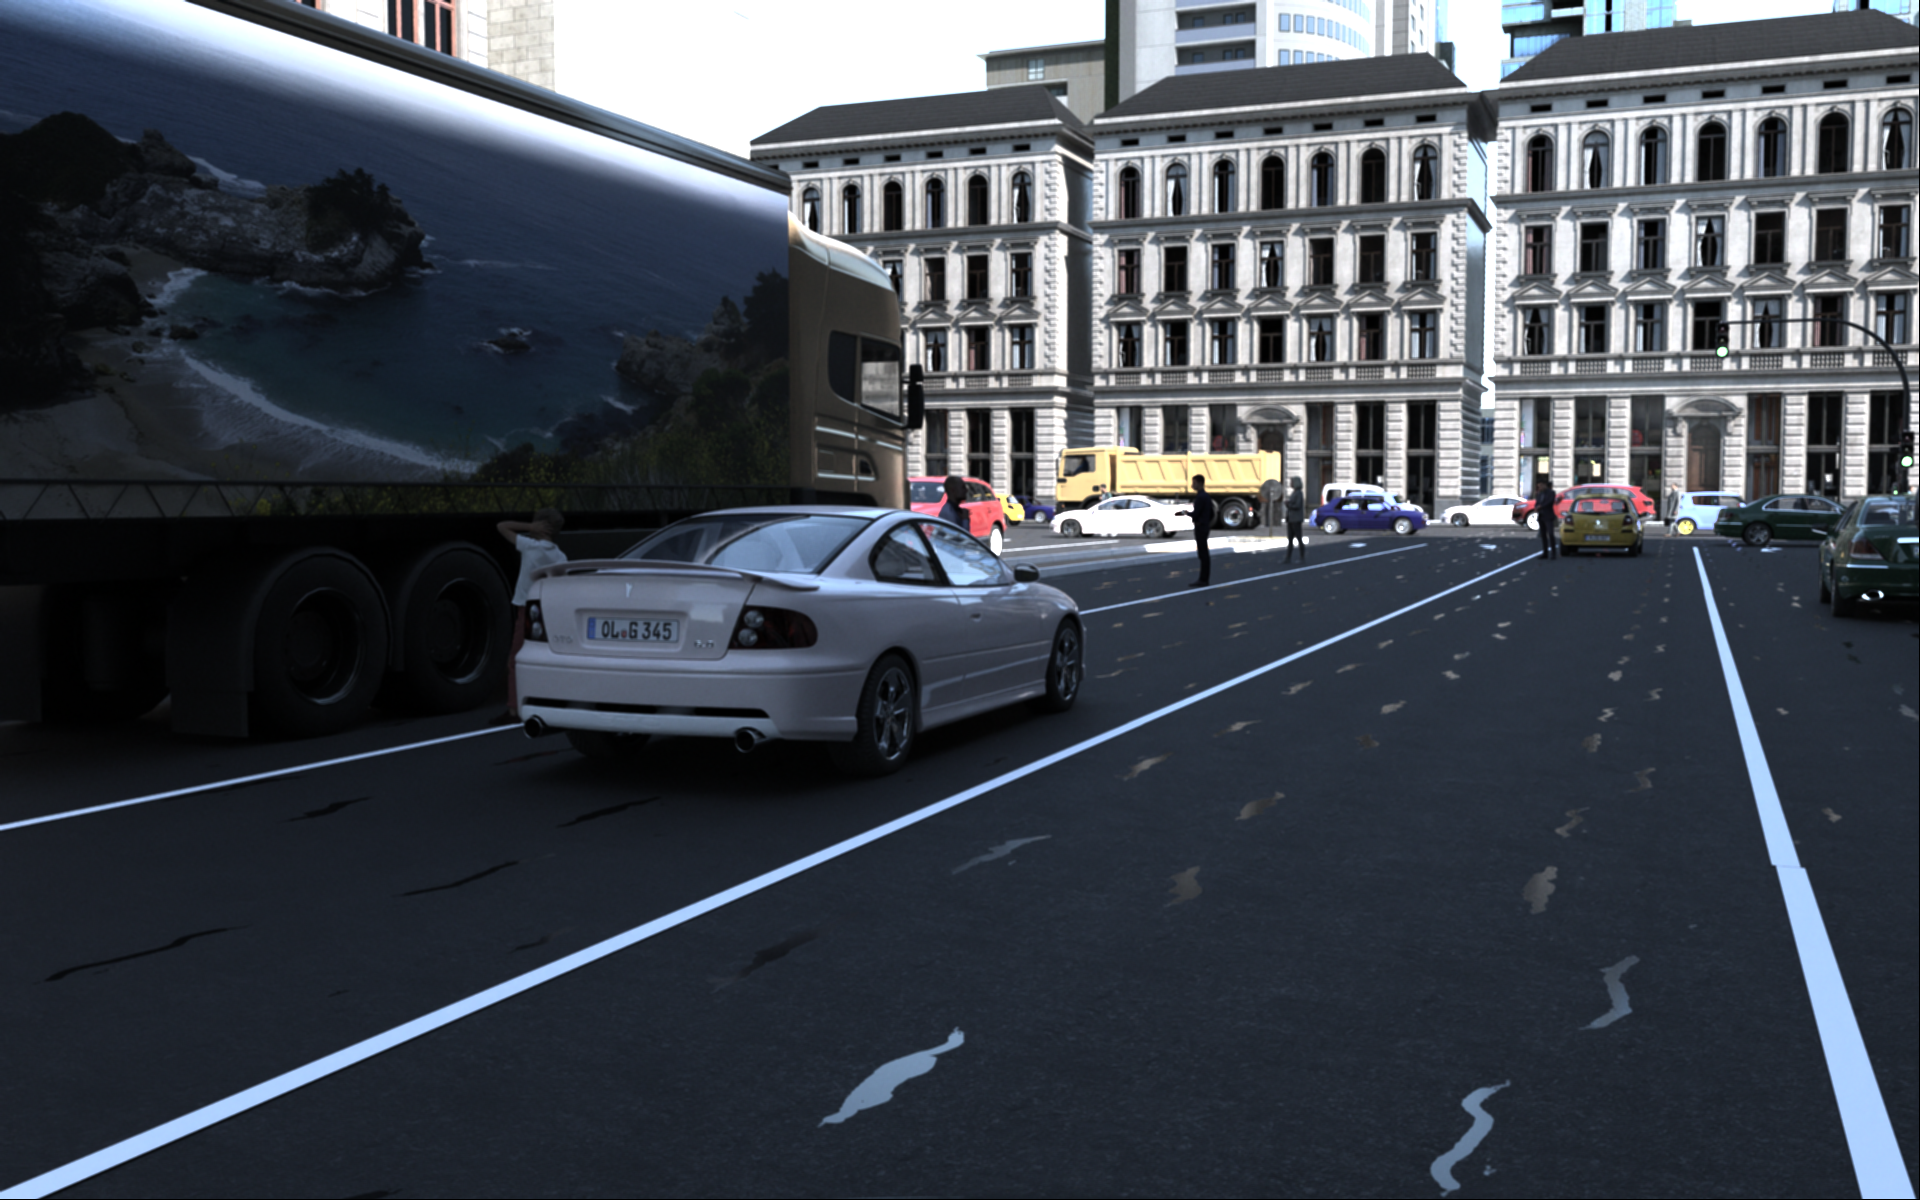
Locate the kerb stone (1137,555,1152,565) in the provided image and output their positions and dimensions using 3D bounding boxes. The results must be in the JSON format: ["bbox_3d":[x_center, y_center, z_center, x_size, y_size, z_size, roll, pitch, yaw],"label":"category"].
[{"bbox_3d":[3.649,-0.797,35.219,0.120,0.150,1.000,1,4,22],"label":"kerb stone"}]

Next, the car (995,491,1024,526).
[{"bbox_3d":[0.916,-4.196,78.829,3.980,1.641,2.015,1,4,23],"label":"car"}]

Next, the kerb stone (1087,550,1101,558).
[{"bbox_3d":[2.894,-1.020,38.877,0.120,0.150,1.000,1,4,22],"label":"kerb stone"}]

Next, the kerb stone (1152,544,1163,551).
[{"bbox_3d":[4.862,-1.310,43.629,0.120,0.150,1.000,1,4,22],"label":"kerb stone"}]

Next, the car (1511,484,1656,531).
[{"bbox_3d":[24.171,-3.581,67.217,5.304,1.827,2.281,1,4,22],"label":"car"}]

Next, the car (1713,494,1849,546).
[{"bbox_3d":[23.477,-2.203,47.818,4.920,1.459,2.131,1,4,21],"label":"car"}]

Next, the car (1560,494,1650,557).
[{"bbox_3d":[15.279,-1.891,41.141,2.015,1.641,3.980,2,4,24],"label":"car"}]

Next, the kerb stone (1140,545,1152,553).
[{"bbox_3d":[4.477,-1.248,42.673,0.120,0.150,1.000,1,4,22],"label":"kerb stone"}]

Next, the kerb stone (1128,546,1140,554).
[{"bbox_3d":[4.079,-1.193,41.722,0.120,0.150,1.000,1,4,22],"label":"kerb stone"}]

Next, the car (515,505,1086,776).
[{"bbox_3d":[-0.682,0.121,10.388,2.083,1.381,4.827,1,4,22],"label":"car"}]

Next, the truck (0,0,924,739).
[{"bbox_3d":[-3.475,-1.509,13.581,2.839,4.237,11.283,2,4,23],"label":"truck"}]

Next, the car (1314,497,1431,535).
[{"bbox_3d":[14.647,-2.992,61.500,3.894,1.354,1.945,2,4,23],"label":"car"}]

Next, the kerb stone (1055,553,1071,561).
[{"bbox_3d":[2.106,-0.902,36.977,0.120,0.150,1.000,1,4,22],"label":"kerb stone"}]

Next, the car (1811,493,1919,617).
[{"bbox_3d":[11.621,-0.575,21.207,2.131,1.459,4.920,2,4,24],"label":"car"}]

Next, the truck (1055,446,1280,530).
[{"bbox_3d":[7.973,-4.577,70.765,9.791,3.379,3.469,2,4,24],"label":"truck"}]

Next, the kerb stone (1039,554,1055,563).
[{"bbox_3d":[1.706,-0.846,36.029,0.120,0.150,1.000,1,4,22],"label":"kerb stone"}]

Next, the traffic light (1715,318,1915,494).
[{"bbox_3d":[22.074,-4.289,44.795,4.771,5.953,1.251,1,4,22],"label":"traffic light"}]

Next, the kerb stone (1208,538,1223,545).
[{"bbox_3d":[7.234,-1.660,49.340,0.120,0.150,1.000,1,4,22],"label":"kerb stone"}]

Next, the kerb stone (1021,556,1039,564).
[{"bbox_3d":[1.320,-0.787,35.078,0.120,0.150,1.000,1,4,22],"label":"kerb stone"}]

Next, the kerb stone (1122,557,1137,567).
[{"bbox_3d":[3.252,-0.731,34.272,0.120,0.150,1.000,1,4,22],"label":"kerb stone"}]

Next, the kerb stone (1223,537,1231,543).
[{"bbox_3d":[7.644,-1.718,50.287,0.120,0.150,1.000,1,4,22],"label":"kerb stone"}]

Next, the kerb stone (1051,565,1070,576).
[{"bbox_3d":[1.677,-0.504,30.465,0.120,0.150,1.000,1,4,22],"label":"kerb stone"}]

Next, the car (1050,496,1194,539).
[{"bbox_3d":[5.320,-2.727,56.949,4.827,1.381,2.083,1,4,22],"label":"car"}]

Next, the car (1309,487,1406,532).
[{"bbox_3d":[15.333,-3.494,66.726,3.694,1.707,1.945,1,4,22],"label":"car"}]

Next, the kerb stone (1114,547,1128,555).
[{"bbox_3d":[3.685,-1.129,40.773,0.120,0.150,1.000,1,4,22],"label":"kerb stone"}]

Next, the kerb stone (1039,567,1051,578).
[{"bbox_3d":[1.283,-0.447,29.512,0.120,0.150,1.000,1,4,22],"label":"kerb stone"}]

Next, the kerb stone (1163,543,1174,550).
[{"bbox_3d":[5.257,-1.366,44.578,0.120,0.150,1.000,1,4,22],"label":"kerb stone"}]

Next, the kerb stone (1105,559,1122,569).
[{"bbox_3d":[2.865,-0.680,33.320,0.120,0.150,1.000,1,4,22],"label":"kerb stone"}]

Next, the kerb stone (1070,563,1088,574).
[{"bbox_3d":[2.069,-0.564,31.414,0.120,0.150,1.000,1,4,22],"label":"kerb stone"}]

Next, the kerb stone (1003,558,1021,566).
[{"bbox_3d":[0.918,-0.730,34.132,0.120,0.150,1.000,1,4,22],"label":"kerb stone"}]

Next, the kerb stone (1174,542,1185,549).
[{"bbox_3d":[5.657,-1.426,45.526,0.120,0.150,1.000,1,4,22],"label":"kerb stone"}]

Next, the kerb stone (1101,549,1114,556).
[{"bbox_3d":[3.280,-1.073,39.829,0.120,0.150,1.000,1,4,22],"label":"kerb stone"}]

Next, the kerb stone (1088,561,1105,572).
[{"bbox_3d":[2.456,-0.621,32.366,0.120,0.150,1.000,1,4,22],"label":"kerb stone"}]

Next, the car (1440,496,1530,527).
[{"bbox_3d":[23.471,-3.875,75.724,4.827,1.381,2.083,2,4,23],"label":"car"}]

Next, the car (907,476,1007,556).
[{"bbox_3d":[-0.702,-1.671,35.995,2.281,1.827,5.304,1,4,22],"label":"car"}]

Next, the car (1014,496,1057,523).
[{"bbox_3d":[3.194,-4.519,86.464,3.894,1.354,1.945,2,4,24],"label":"car"}]

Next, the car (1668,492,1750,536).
[{"bbox_3d":[26.321,-3.052,59.496,3.694,1.707,1.945,1,4,21],"label":"car"}]

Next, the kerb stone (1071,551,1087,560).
[{"bbox_3d":[2.502,-0.960,37.926,0.120,0.150,1.000,1,4,22],"label":"kerb stone"}]

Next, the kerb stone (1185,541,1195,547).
[{"bbox_3d":[6.047,-1.485,46.477,0.120,0.150,1.000,1,4,22],"label":"kerb stone"}]
